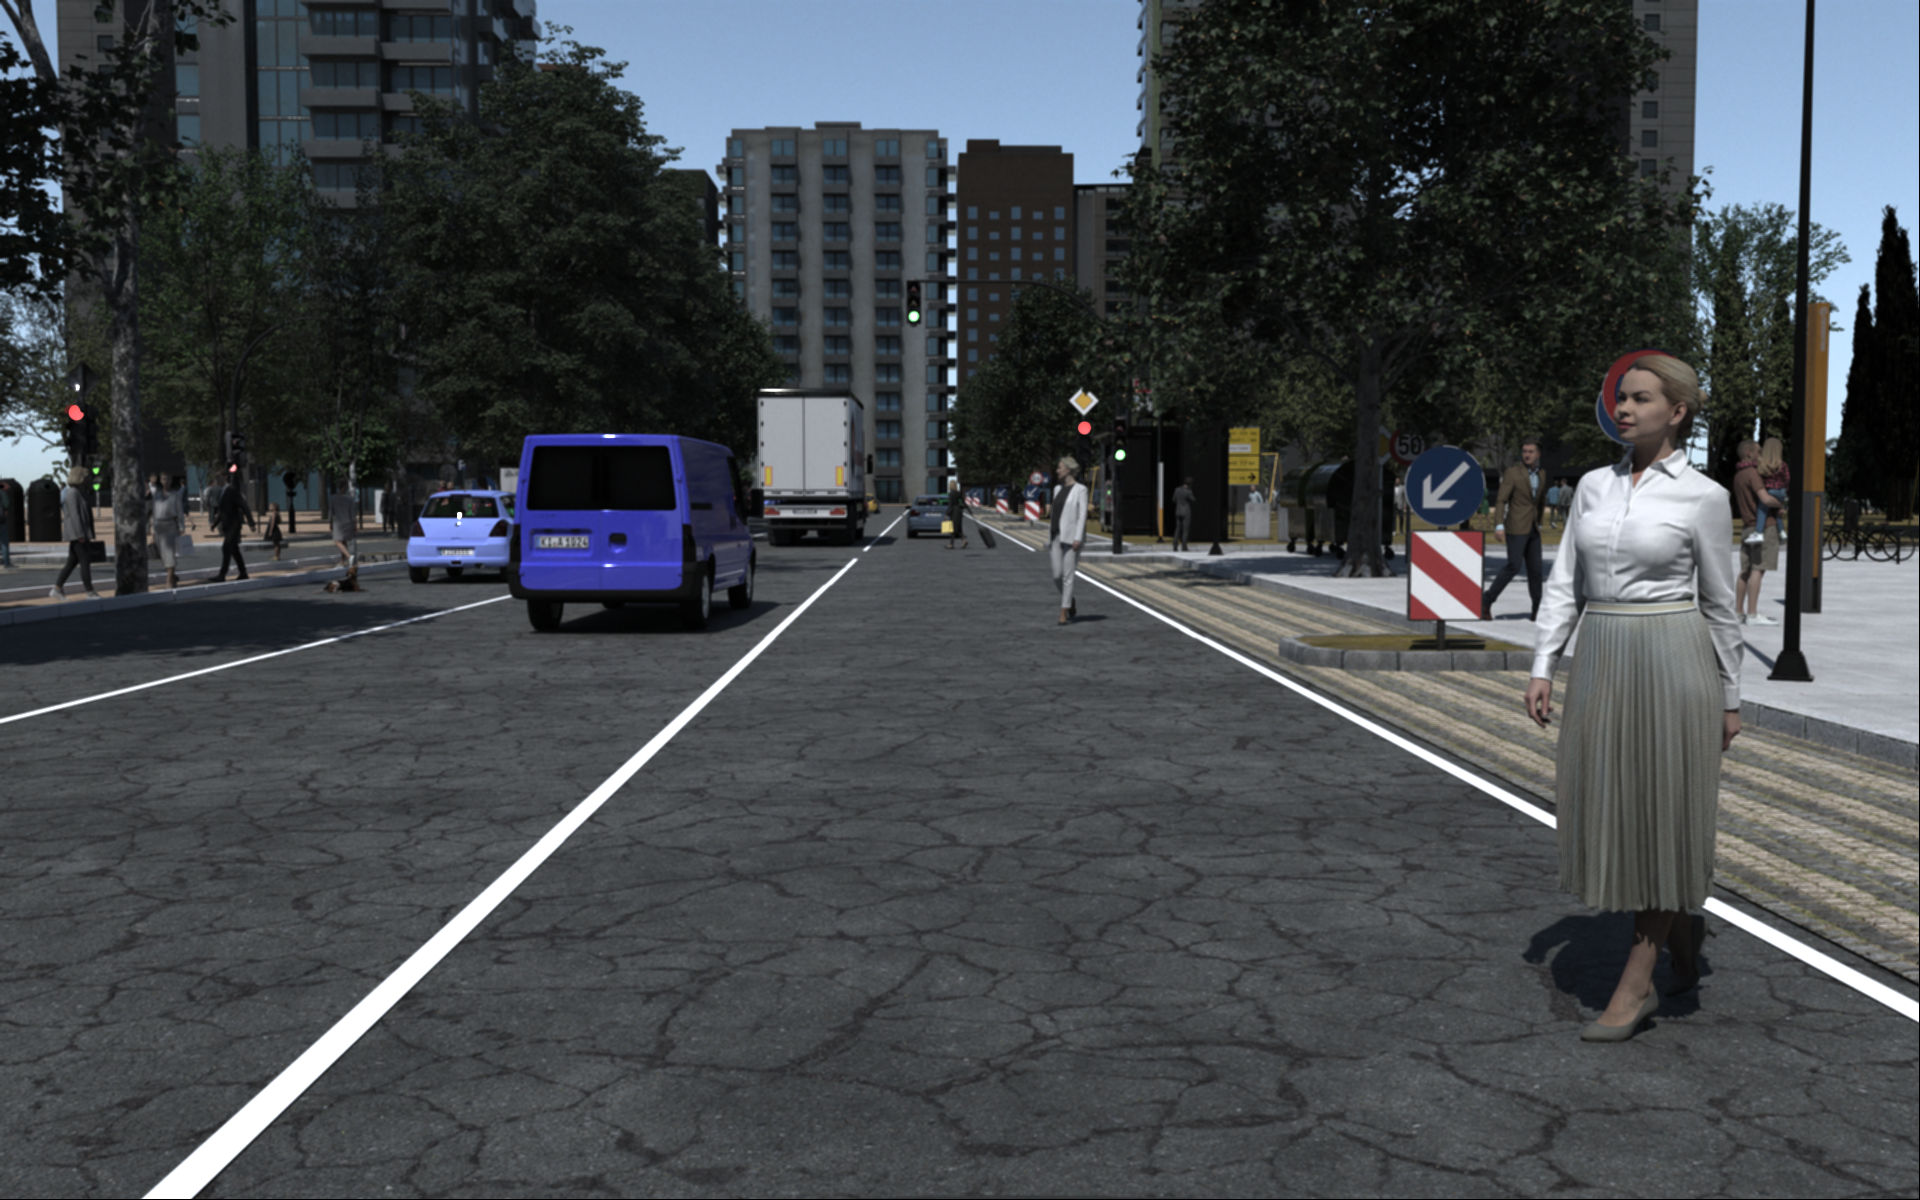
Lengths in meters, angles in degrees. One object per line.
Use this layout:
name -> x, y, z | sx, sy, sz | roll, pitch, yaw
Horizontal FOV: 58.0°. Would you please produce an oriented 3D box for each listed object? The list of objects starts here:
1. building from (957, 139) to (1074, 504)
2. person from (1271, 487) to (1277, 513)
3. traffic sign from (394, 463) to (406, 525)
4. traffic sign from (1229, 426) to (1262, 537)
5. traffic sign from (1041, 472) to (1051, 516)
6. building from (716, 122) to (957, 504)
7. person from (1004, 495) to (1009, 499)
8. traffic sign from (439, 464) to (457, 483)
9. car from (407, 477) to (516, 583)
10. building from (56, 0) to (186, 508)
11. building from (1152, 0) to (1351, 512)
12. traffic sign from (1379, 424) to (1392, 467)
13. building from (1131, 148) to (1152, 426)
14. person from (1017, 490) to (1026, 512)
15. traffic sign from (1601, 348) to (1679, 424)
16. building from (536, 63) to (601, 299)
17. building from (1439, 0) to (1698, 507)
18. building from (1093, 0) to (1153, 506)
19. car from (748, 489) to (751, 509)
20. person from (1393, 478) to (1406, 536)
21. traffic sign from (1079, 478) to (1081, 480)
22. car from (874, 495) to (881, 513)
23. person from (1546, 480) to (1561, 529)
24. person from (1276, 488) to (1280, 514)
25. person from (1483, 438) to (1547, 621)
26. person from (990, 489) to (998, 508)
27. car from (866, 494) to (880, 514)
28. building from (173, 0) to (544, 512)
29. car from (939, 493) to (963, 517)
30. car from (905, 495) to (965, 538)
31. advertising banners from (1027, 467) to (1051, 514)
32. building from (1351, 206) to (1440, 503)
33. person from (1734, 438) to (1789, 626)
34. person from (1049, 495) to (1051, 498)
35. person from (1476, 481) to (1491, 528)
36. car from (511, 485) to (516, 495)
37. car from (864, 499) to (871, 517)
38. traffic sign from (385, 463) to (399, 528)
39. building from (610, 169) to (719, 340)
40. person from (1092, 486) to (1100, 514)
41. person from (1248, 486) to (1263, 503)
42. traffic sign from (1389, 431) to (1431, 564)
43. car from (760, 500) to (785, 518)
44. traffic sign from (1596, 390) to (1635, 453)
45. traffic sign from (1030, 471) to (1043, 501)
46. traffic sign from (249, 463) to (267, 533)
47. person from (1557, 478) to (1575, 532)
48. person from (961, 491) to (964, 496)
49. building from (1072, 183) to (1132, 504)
building -> 6.792, -34.971, 221.878 | 14.200, 45.320, 14.600 | 0, 4, -1
person -> 21.725, -6.955, 119.981 | 0.641, 1.798, 0.478 | 1, 4, 14
traffic sign -> -23.029, -4.326, 70.839 | 0.768, 2.556, 0.104 | 0, 4, 7
traffic sign -> 7.907, -3.562, 52.118 | 2.265, 3.308, 0.079 | 0, 4, 7
traffic sign -> 4.820, -6.079, 99.503 | 0.768, 2.556, 0.104 | 0, 4, 7
building -> -15.764, -37.063, 225.580 | 30.456, 49.044, 23.786 | 0, 4, -1
person -> 4.471, -10.277, 174.200 | 0.705, 1.807, 1.348 | -3, 5, -41
traffic sign -> -21.650, -4.473, 73.234 | 0.768, 2.556, 0.104 | 0, 4, 1
car -> -8.070, -1.200, 29.218 | 1.945, 1.707, 3.694 | 0, 4, -3
building -> -73.849, -44.867, 171.829 | 20.611, 71.187, 20.563 | 0, 4, -1
building -> 21.398, -27.446, 132.335 | 14.154, 41.232, 14.086 | 0, 4, -1
traffic sign -> 7.957, -2.012, 32.637 | 0.795, 2.593, 0.064 | 0, 4, 5
building -> 21.403, -22.984, 147.483 | 14.160, 30.474, 14.107 | 0, 4, -1
person -> 4.466, -7.218, 124.864 | 0.445, 1.727, 0.742 | 3, 5, 43
traffic sign -> 5.999, -0.924, 15.207 | 0.768, 2.556, 0.104 | 0, 4, 6
building -> -49.095, -31.651, 172.126 | 28.867, 44.769, 22.147 | 0, 4, -1
building -> 59.410, -45.028, 174.465 | 20.611, 71.187, 20.563 | 0, 4, -1
building -> 25.758, -52.337, 168.374 | 22.319, 86.520, 31.000 | 0, 4, -1
car -> -16.890, -7.655, 133.834 | 2.281, 1.827, 5.304 | 0, 4, -2
person -> 13.563, -2.928, 53.763 | 0.661, 1.843, 0.795 | 1, 4, 17
traffic sign -> 6.552, -6.090, 99.671 | 0.768, 2.556, 0.104 | 0, 4, 7
car -> -6.942, -7.267, 130.811 | 2.014, 1.417, 4.499 | 0, 4, 0
person -> 21.936, -3.519, 63.920 | 0.444, 1.785, 0.601 | -3, 4, -39
person -> 20.630, -6.445, 111.681 | 0.793, 1.790, 0.793 | 2, 4, 28
person -> 5.616, -0.700, 17.403 | 0.836, 1.842, 0.656 | 2, 4, 31
person -> 3.253, -9.133, 156.100 | 1.217, 1.736, 0.721 | 0, 4, 8
car -> -6.795, -7.009, 124.826 | 2.015, 1.641, 3.980 | 0, 4, -2
building -> -45.195, -31.478, 134.270 | 23.786, 49.044, 30.456 | 0, 4, -1
car -> -0.695, -6.236, 110.753 | 1.959, 1.807, 4.718 | 0, 3, 0
car -> -0.833, -2.771, 57.311 | 2.014, 1.417, 4.499 | 0, 4, 1
advertising banners -> 5.132, -6.891, 108.858 | 2.074, 3.025, 0.090 | 1, 4, 9
building -> 54.148, -32.996, 231.359 | 23.993, 40.220, 32.217 | 0, 4, -1
person -> 7.829, -0.670, 16.965 | 0.573, 1.828, 0.580 | -3, 5, -45
person -> 9.471, -10.191, 172.745 | 1.350, 1.814, 0.705 | 2, 4, 34
person -> 19.772, -3.613, 65.363 | 0.529, 1.795, 0.600 | 2, 4, 23
car -> -15.172, -2.974, 57.427 | 1.959, 1.807, 4.718 | 0, 4, -1
car -> -6.623, -6.064, 108.186 | 2.155, 1.783, 4.494 | 0, 4, -1
traffic sign -> -21.723, -4.021, 65.853 | 0.768, 2.556, 0.104 | 0, 4, 1
building -> -38.310, -32.849, 220.668 | 14.086, 41.232, 14.154 | 0, 4, -1
person -> 8.978, -6.581, 113.664 | 0.581, 1.822, 0.654 | 1, 4, 9
person -> 9.147, -2.812, 53.828 | 0.330, 1.601, 0.589 | -2, 4, -32
traffic sign -> 8.276, -1.948, 31.950 | 0.768, 2.556, 0.104 | 0, 4, 4
car -> -11.044, -5.761, 103.784 | 1.945, 1.707, 3.694 | 0, 4, -1
traffic sign -> 6.998, -1.100, 18.096 | 0.768, 2.556, 0.104 | 0, 4, 2
traffic sign -> 4.293, -5.937, 97.177 | 0.768, 2.556, 0.104 | 0, 4, 3
traffic sign -> -22.980, -3.339, 56.730 | 0.606, 2.300, 0.079 | 0, 4, 3
person -> 20.535, -3.217, 58.743 | 0.635, 1.810, 0.391 | -3, 4, -36
person -> 0.125, -10.798, 185.772 | 1.217, 1.735, 0.721 | -1, 4, -12
building -> 20.945, -32.906, 221.609 | 14.086, 41.232, 14.154 | 0, 4, -1
